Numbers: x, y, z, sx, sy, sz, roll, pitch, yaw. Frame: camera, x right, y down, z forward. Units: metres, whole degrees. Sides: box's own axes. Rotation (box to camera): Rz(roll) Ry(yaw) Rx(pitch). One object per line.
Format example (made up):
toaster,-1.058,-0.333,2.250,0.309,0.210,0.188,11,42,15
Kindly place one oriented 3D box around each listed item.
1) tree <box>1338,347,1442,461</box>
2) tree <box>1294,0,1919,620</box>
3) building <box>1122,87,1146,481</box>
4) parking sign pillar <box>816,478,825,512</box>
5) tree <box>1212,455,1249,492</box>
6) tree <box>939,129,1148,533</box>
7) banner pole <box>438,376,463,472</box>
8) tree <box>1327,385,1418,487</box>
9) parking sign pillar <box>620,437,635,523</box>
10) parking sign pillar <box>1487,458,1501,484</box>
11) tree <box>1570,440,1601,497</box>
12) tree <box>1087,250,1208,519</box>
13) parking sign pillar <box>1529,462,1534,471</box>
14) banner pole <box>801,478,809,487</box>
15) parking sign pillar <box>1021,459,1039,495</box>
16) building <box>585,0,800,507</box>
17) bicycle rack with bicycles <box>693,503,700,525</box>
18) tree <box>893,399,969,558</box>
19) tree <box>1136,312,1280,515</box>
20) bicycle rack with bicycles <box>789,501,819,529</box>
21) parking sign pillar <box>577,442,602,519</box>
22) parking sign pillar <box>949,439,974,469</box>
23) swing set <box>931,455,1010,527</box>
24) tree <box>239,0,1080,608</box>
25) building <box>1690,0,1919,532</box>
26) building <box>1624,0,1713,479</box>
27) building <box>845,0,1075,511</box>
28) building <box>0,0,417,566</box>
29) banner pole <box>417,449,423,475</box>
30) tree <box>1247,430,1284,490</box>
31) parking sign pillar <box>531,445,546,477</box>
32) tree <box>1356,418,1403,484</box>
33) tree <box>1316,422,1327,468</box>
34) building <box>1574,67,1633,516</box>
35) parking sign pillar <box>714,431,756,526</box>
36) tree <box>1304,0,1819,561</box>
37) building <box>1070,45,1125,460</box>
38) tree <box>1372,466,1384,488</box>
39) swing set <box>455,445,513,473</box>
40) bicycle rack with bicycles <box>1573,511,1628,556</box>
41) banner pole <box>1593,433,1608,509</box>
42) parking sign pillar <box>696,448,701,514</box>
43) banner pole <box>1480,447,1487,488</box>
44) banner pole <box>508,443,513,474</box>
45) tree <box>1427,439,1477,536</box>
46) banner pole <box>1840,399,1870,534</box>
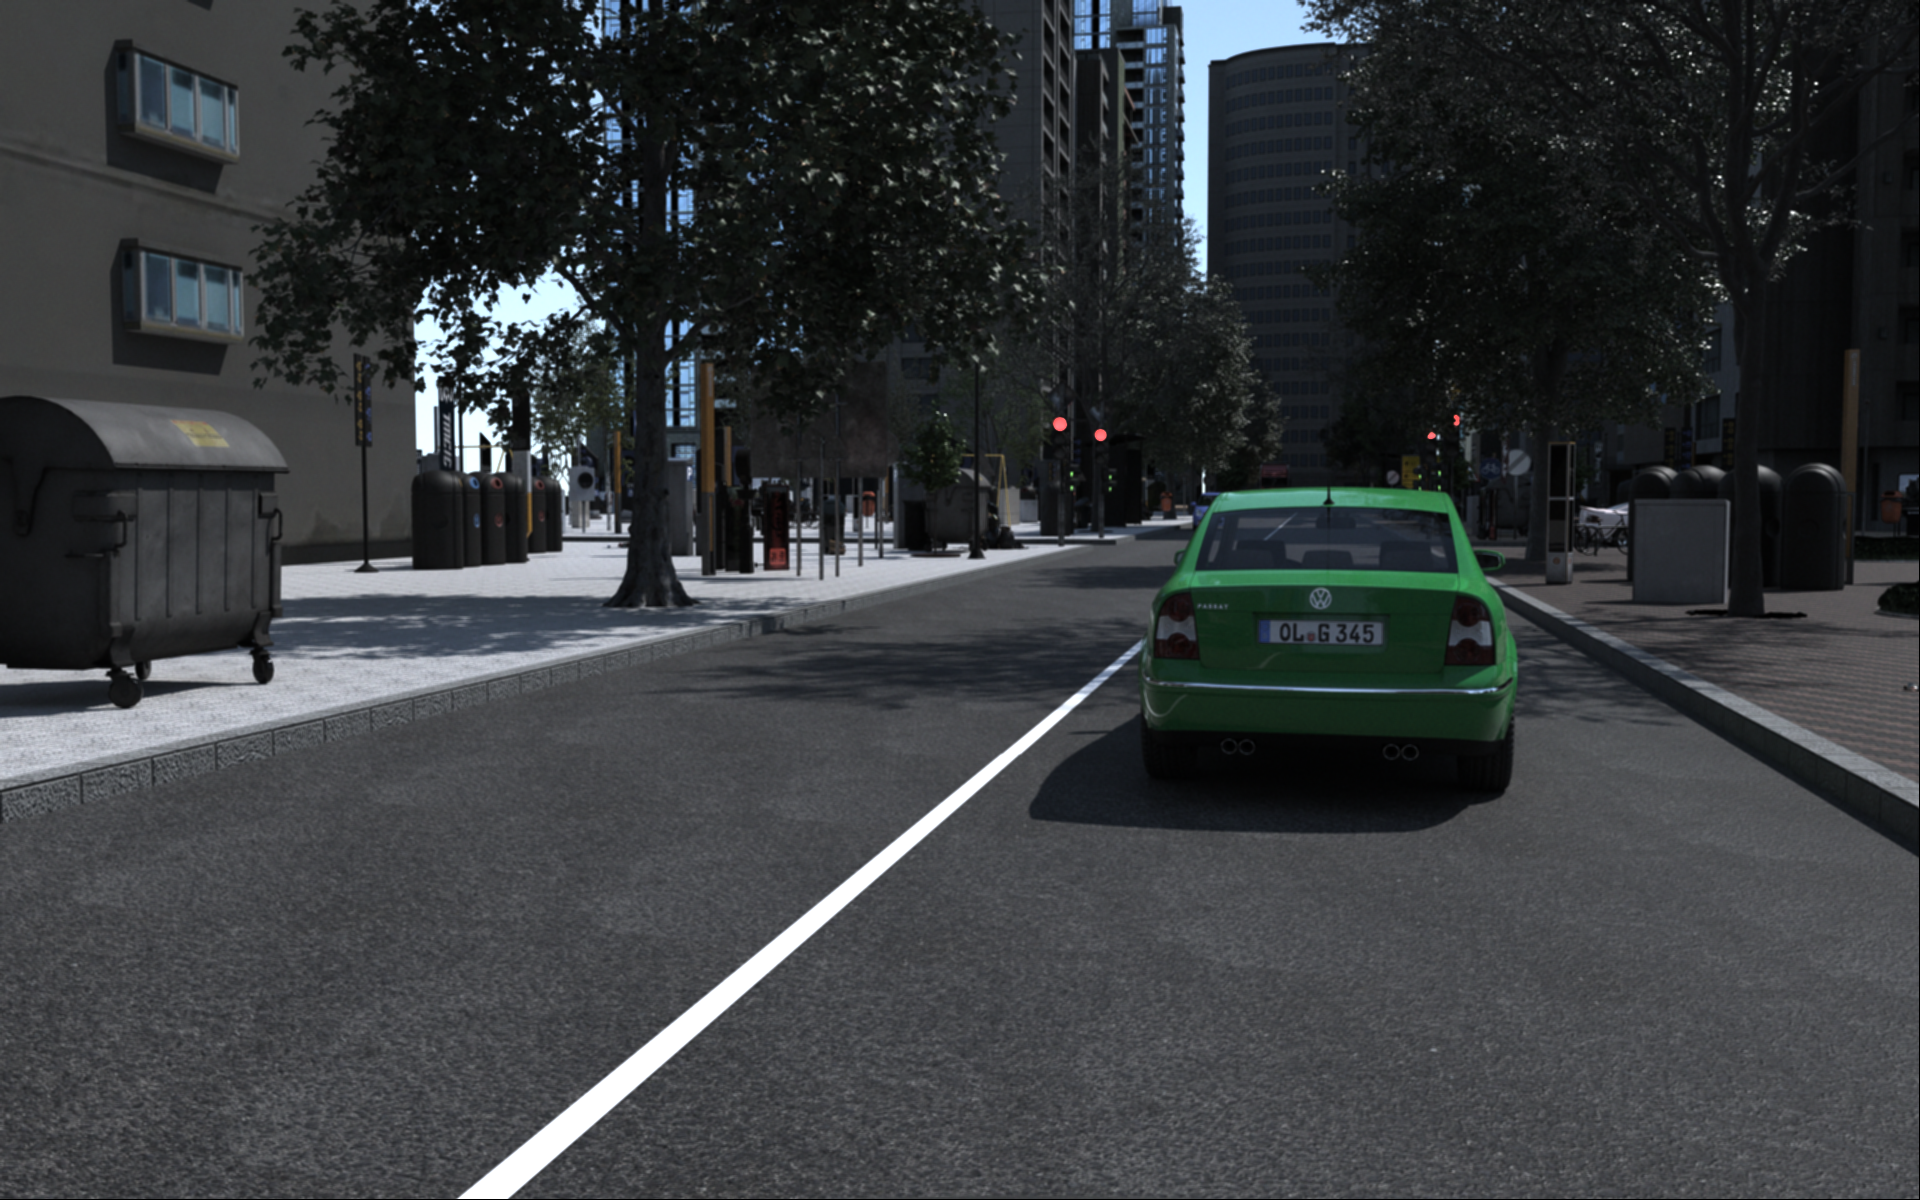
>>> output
tree,29.112,-11.659,116.380,9.928,11.665,9.643,0,3,0
tree,8.242,-6.580,17.953,12.009,13.543,11.850,0,3,0
building,5.091,-32.252,181.937,28.867,44.769,22.147,1,4,12
parking sign pillar,-9.177,-7.795,115.914,1.447,3.967,1.447,-1,4,-20
tree,21.542,-9.418,137.697,4.285,4.588,4.351,0,3,0
tree,4.647,-9.021,57.864,12.009,13.543,11.850,0,3,0
banner pole,-9.527,-2.602,32.560,0.401,3.779,0.863,1,4,23
tree,31.850,-11.984,130.359,7.601,10.594,8.767,1,4,14
parking sign pillar,-14.546,-5.406,76.857,1.447,3.967,1.447,0,4,2
parking sign pillar,36.024,-7.815,116.240,1.447,3.967,1.447,-2,4,-25
tree,21.355,-4.031,60.501,1.663,3.219,1.824,0,3,0
tree,10.788,-11.160,89.114,9.857,13.997,8.962,0,3,0
parking sign pillar,34.387,-7.168,105.676,1.447,3.967,1.447,1,4,23
banner pole,-7.160,-5.426,78.729,0.863,3.779,0.401,-3,5,-43
parking sign pillar,5.098,-8.392,125.686,1.447,3.967,1.447,-2,4,-30
building,-24.470,-53.385,185.519,31.000,86.520,22.319,1,4,12
bicycle rack with bicycles,-11.863,-3.562,71.626,2.852,0.926,2.925,0,4,5
tree,-0.640,-2.496,35.407,1.663,3.219,1.824,0,3,0
tree,13.972,-11.445,105.254,7.486,12.596,7.792,0,3,0
bicycle rack with bicycles,-5.958,-3.115,64.320,2.925,0.926,2.852,0,4,-3
parking sign pillar,-18.947,-6.090,88.041,1.447,3.967,1.447,2,4,34
parking sign pillar,-0.025,-5.345,75.864,1.447,3.967,1.447,-1,4,-10
swing set,0.188,-4.345,68.665,3.119,2.851,2.862,-1,4,-10
tree,-3.444,-6.274,19.590,9.611,12.733,9.660,0,3,0
building,35.217,-17.772,62.270,14.107,30.474,14.160,1,4,12
building,37.760,-25.995,75.125,14.600,45.320,14.200,1,4,12
building,0.194,-42.734,136.956,20.563,71.187,20.611,1,4,12
building,-23.552,-24.592,25.785,21.600,48.544,21.300,1,4,12
banner pole,-26.842,-5.824,85.236,0.863,3.779,0.401,-2,4,-27
tree,31.451,-15.482,187.540,8.767,10.594,7.601,3,4,36
parking sign pillar,-22.527,-6.435,93.677,1.447,3.967,1.447,-2,4,-24
tree,34.740,-11.785,143.039,4.360,8.622,3.978,0,3,0
tree,37.573,-13.827,160.485,8.767,10.594,7.601,-1,4,-13
building,52.230,-24.956,99.911,32.217,40.220,23.993,1,4,12
parking sign pillar,-8.907,-5.004,70.295,1.447,3.967,1.447,3,5,41
tree,11.164,-7.731,33.054,9.857,13.997,8.962,0,3,0
building,6.913,-28.860,155.447,14.154,41.232,14.086,1,4,12
tree,26.360,-6.942,108.110,1.663,3.219,1.824,0,3,0
swing set,-15.894,-3.588,56.289,3.119,2.851,2.862,2,4,26
bicycle rack with bicycles,13.306,-1.450,37.095,2.925,0.926,2.852,-2,4,-28
banner pole,26.277,-4.954,71.023,0.401,3.779,0.863,-2,4,-24
parking sign pillar,-10.563,-5.220,73.821,1.447,3.967,1.447,0,4,5
banner pole,27.643,-6.207,91.493,0.401,3.779,0.863,3,5,41
banner pole,-16.562,-4.589,65.048,0.863,3.779,0.401,-1,4,-12
tree,14.904,-3.567,52.916,1.663,3.219,1.824,0,3,0
banner pole,23.769,-3.421,45.958,0.863,3.779,0.401,3,5,44
